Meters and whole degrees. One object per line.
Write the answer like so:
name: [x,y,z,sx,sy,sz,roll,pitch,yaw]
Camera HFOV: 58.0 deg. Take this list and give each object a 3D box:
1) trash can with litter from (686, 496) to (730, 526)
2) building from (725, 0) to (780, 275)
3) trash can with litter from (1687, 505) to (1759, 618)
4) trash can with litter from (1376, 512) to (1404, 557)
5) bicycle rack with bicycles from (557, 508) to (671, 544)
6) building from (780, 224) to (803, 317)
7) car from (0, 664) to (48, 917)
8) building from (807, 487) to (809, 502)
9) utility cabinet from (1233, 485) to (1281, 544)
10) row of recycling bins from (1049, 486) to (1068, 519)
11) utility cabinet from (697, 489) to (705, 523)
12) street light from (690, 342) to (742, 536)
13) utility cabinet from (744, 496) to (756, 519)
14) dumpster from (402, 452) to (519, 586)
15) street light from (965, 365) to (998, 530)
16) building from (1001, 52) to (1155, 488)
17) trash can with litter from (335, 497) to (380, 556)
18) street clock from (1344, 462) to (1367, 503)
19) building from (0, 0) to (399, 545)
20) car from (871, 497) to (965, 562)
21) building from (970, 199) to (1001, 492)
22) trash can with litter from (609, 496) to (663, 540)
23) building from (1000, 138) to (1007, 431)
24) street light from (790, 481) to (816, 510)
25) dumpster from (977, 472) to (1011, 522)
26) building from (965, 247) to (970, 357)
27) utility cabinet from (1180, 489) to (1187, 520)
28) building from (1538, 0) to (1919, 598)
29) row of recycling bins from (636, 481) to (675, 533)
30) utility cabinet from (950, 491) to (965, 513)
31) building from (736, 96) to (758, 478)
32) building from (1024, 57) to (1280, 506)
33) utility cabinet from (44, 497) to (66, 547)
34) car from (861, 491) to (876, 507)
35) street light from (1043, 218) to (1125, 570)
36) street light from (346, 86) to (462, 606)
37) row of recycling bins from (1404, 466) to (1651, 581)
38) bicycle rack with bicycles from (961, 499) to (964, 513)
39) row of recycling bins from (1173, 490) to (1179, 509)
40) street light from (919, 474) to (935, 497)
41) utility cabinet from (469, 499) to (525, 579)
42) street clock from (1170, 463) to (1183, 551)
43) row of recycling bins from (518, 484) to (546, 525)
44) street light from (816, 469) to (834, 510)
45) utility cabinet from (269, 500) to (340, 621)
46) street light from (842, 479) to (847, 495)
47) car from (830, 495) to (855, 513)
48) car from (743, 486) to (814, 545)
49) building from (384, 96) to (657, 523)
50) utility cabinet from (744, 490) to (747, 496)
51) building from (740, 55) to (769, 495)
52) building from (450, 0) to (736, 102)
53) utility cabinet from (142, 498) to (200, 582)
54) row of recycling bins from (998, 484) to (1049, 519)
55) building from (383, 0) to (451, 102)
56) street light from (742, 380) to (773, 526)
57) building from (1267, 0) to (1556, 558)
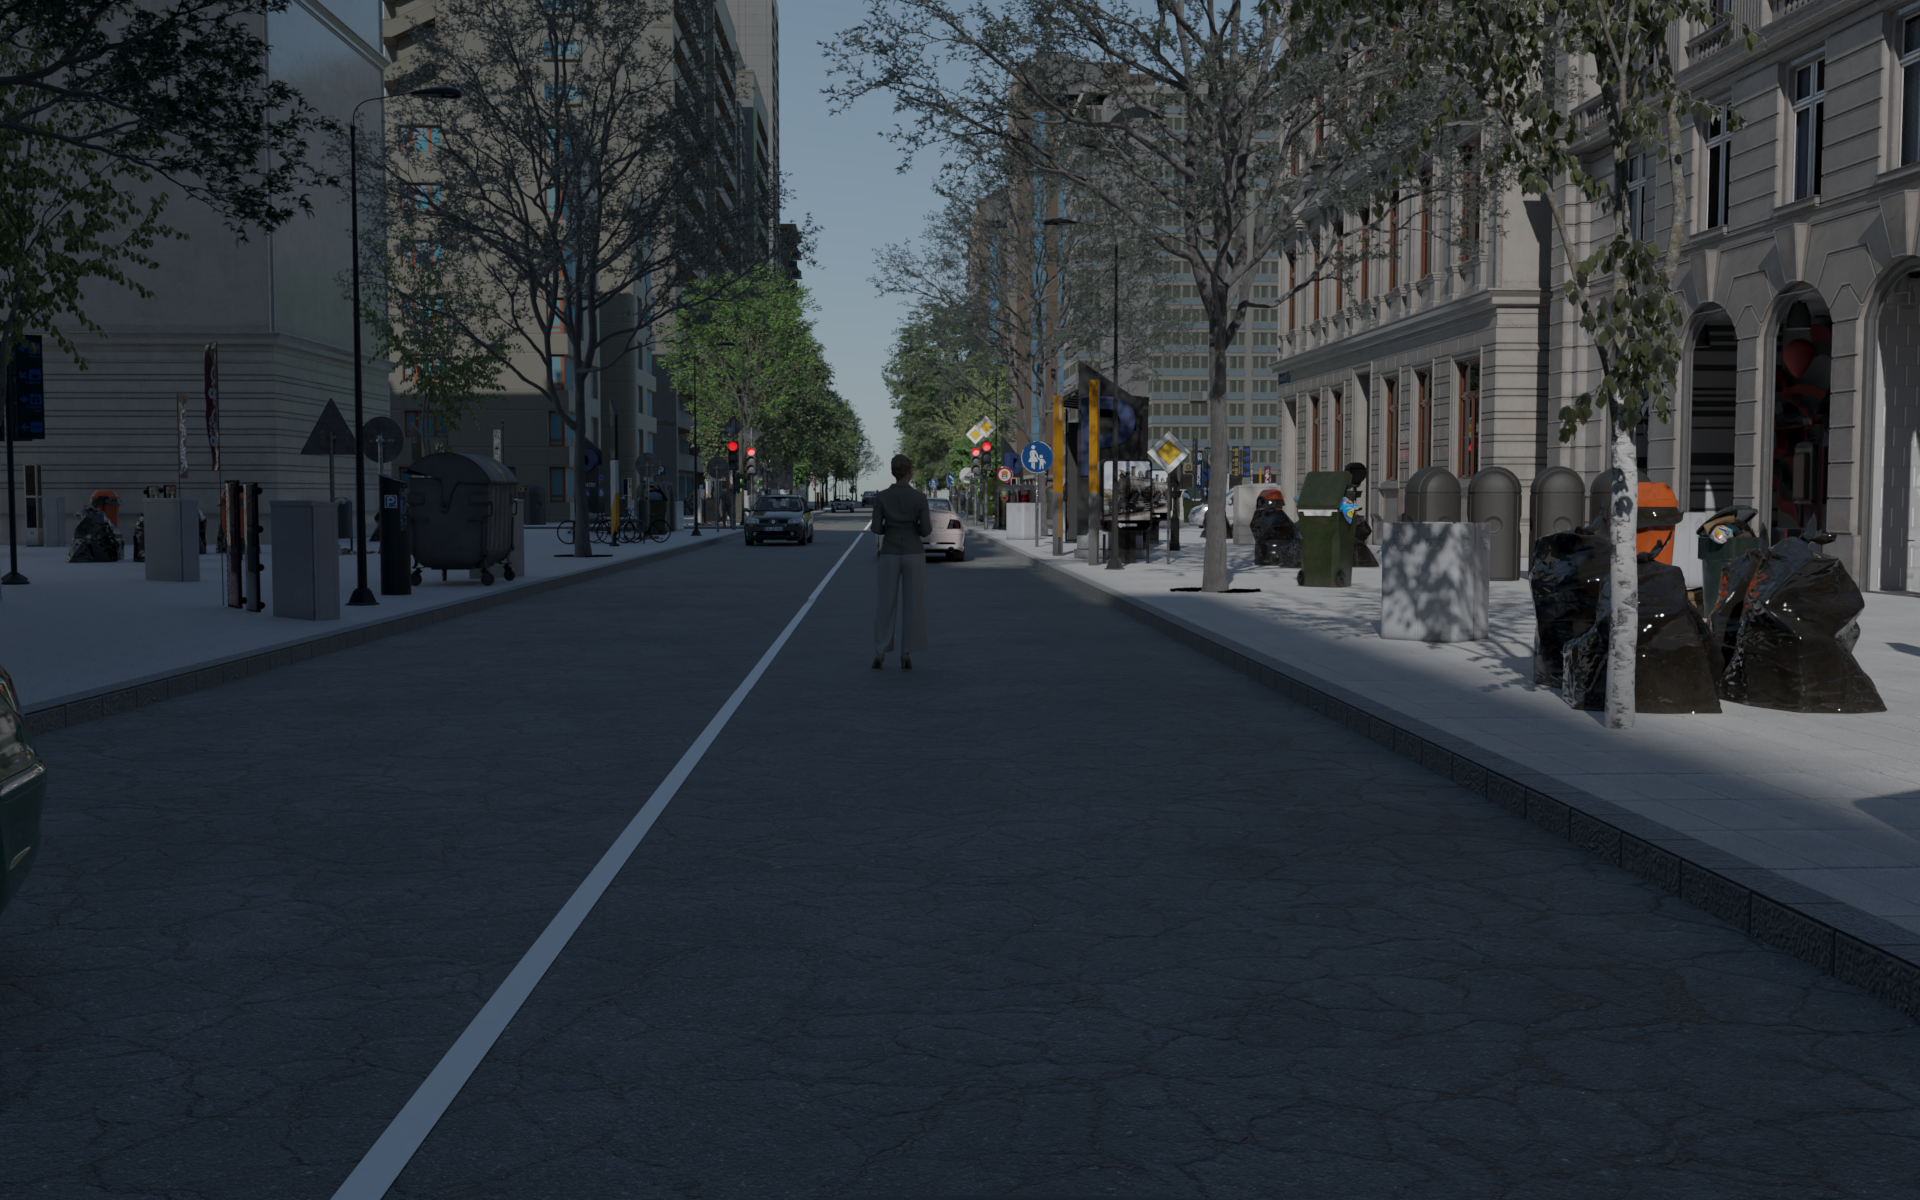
trash can with litter: [-10.439,-3.788,72.985,2.233,1.210,1.678,0,4,-1]
building: [-33.847,-49.393,245.832,20.563,71.187,20.611,0,4,-2]
trash can with litter: [7.776,-0.404,17.999,0.624,1.170,1.055,-1,4,-15]
trash can with litter: [9.022,-1.460,35.255,1.055,1.170,0.624,2,4,25]
bicycle rack with bicycles: [-9.047,-1.955,45.352,2.925,0.926,2.852,-1,4,-12]
building: [-36.085,-37.725,271.429,22.147,44.769,28.867,0,4,-2]
car: [-3.437,0.542,2.942,2.131,1.459,4.920,0,4,-2]
building: [-33.111,-31.937,293.876,14.160,30.474,14.107,0,4,-2]
utility cabinet: [7.513,-2.152,43.856,1.173,1.500,0.318,-1,4,-17]
row of recycling bins: [5.570,-4.871,86.752,1.069,1.692,3.534,-3,5,-43]
utility cabinet: [-11.420,-4.102,75.752,0.318,1.500,1.173,0,4,1]
street light: [-7.547,-4.918,52.953,1.470,5.913,1.316,0,4,-2]
utility cabinet: [-8.901,-3.796,73.220,0.306,1.237,1.020,1,4,12]
dumpster: [-7.128,-1.163,24.779,1.264,1.857,1.865,0,4,-2]
street light: [0.765,-5.493,62.357,1.470,5.913,1.316,0,4,-2]
building: [12.177,-32.231,177.092,14.600,45.320,14.200,0,4,-2]
trash can with litter: [-12.863,-1.594,37.126,1.678,1.210,2.233,2,4,29]
street clock: [9.023,-2.141,39.576,0.471,2.002,0.358,-1,4,-20]
building: [-27.284,-12.949,47.881,21.152,22.565,11.583,0,4,-2]
car: [-0.900,-1.572,38.060,2.083,1.381,4.827,0,4,-3]
building: [9.298,-36.985,254.822,14.600,45.320,14.200,0,4,-2]
trash can with litter: [-9.221,-2.322,49.017,1.678,1.210,2.233,1,4,17]
building: [16.048,-33.281,198.770,22.147,44.769,28.867,0,4,-2]
street light: [-9.552,-8.006,103.444,1.470,5.913,1.316,0,4,-2]
dumpster: [1.503,-4.584,77.446,1.502,2.255,1.985,0,4,-2]
building: [12.114,-38.900,290.643,22.147,44.769,28.867,0,4,-2]
utility cabinet: [10.971,-4.564,83.296,0.318,1.500,1.173,2,4,32]
building: [17.515,-10.973,21.211,13.314,21.916,24.055,0,4,-2]
row of recycling bins: [-10.194,-3.105,57.877,1.069,1.692,3.534,0,4,-1]
utility cabinet: [-0.088,-6.622,116.956,1.173,1.500,0.318,1,4,15]
building: [-27.658,-29.920,172.794,14.154,41.232,14.086,0,4,-2]
building: [22.354,-28.544,158.570,32.217,40.220,23.993,0,4,-2]
utility cabinet: [-22.094,-1.904,42.290,0.306,1.237,1.020,-1,4,-18]
car: [-10.198,-11.559,197.654,2.281,1.827,5.304,0,4,-2]
street light: [2.091,-3.471,29.284,1.470,5.913,1.316,0,4,-2]
street light: [-6.371,-2.895,19.874,1.470,5.913,1.316,0,4,-2]
row of recycling bins: [8.436,-1.141,25.765,3.534,1.692,1.069,1,4,9]
bicycle rack with bicycles: [0.457,-6.224,115.149,2.925,0.926,2.852,0,4,7]
row of recycling bins: [12.728,-6.493,113.272,3.534,1.692,1.069,-2,4,-29]
street light: [-2.881,-11.181,155.356,1.470,5.913,1.316,0,4,-2]
utility cabinet: [-7.123,-0.947,26.648,0.306,1.237,1.020,1,4,23]
street clock: [4.862,-2.116,39.163,0.358,2.002,0.471,2,4,24]
row of recycling bins: [-18.078,-4.048,73.297,1.069,1.692,3.534,-1,4,-19]
street light: [-10.868,-10.029,136.518,1.470,5.913,1.316,0,4,-2]
utility cabinet: [-6.785,-0.415,17.952,0.306,1.237,1.020,-3,5,-44]
street light: [-12.536,-12.655,179.457,1.470,5.913,1.316,0,4,-2]
car: [-9.027,-7.388,133.375,1.945,1.354,3.894,0,4,-2]
car: [-5.150,-2.430,49.519,2.009,1.686,4.222,0,4,-1]
building: [-31.813,-15.023,90.669,27.650,21.520,28.899,0,4,-2]
utility cabinet: [-12.349,-5.742,102.562,1.173,1.500,0.318,0,4,-6]
building: [-32.350,-34.649,190.211,21.300,48.544,21.600,0,4,-2]
building: [-31.466,-32.461,154.437,21.300,48.544,21.600,0,4,-2]
utility cabinet: [-11.660,-0.885,25.625,1.020,1.237,0.306,2,4,35]
row of recycling bins: [2.468,-3.998,72.478,1.069,1.692,3.534,2,4,25]
building: [-30.662,-30.890,128.745,21.300,48.544,21.600,0,4,-2]
street light: [-8.290,-5.983,70.368,1.470,5.913,1.316,0,4,-2]
building: [15.302,-12.713,44.011,11.583,22.565,21.152,0,4,-2]
